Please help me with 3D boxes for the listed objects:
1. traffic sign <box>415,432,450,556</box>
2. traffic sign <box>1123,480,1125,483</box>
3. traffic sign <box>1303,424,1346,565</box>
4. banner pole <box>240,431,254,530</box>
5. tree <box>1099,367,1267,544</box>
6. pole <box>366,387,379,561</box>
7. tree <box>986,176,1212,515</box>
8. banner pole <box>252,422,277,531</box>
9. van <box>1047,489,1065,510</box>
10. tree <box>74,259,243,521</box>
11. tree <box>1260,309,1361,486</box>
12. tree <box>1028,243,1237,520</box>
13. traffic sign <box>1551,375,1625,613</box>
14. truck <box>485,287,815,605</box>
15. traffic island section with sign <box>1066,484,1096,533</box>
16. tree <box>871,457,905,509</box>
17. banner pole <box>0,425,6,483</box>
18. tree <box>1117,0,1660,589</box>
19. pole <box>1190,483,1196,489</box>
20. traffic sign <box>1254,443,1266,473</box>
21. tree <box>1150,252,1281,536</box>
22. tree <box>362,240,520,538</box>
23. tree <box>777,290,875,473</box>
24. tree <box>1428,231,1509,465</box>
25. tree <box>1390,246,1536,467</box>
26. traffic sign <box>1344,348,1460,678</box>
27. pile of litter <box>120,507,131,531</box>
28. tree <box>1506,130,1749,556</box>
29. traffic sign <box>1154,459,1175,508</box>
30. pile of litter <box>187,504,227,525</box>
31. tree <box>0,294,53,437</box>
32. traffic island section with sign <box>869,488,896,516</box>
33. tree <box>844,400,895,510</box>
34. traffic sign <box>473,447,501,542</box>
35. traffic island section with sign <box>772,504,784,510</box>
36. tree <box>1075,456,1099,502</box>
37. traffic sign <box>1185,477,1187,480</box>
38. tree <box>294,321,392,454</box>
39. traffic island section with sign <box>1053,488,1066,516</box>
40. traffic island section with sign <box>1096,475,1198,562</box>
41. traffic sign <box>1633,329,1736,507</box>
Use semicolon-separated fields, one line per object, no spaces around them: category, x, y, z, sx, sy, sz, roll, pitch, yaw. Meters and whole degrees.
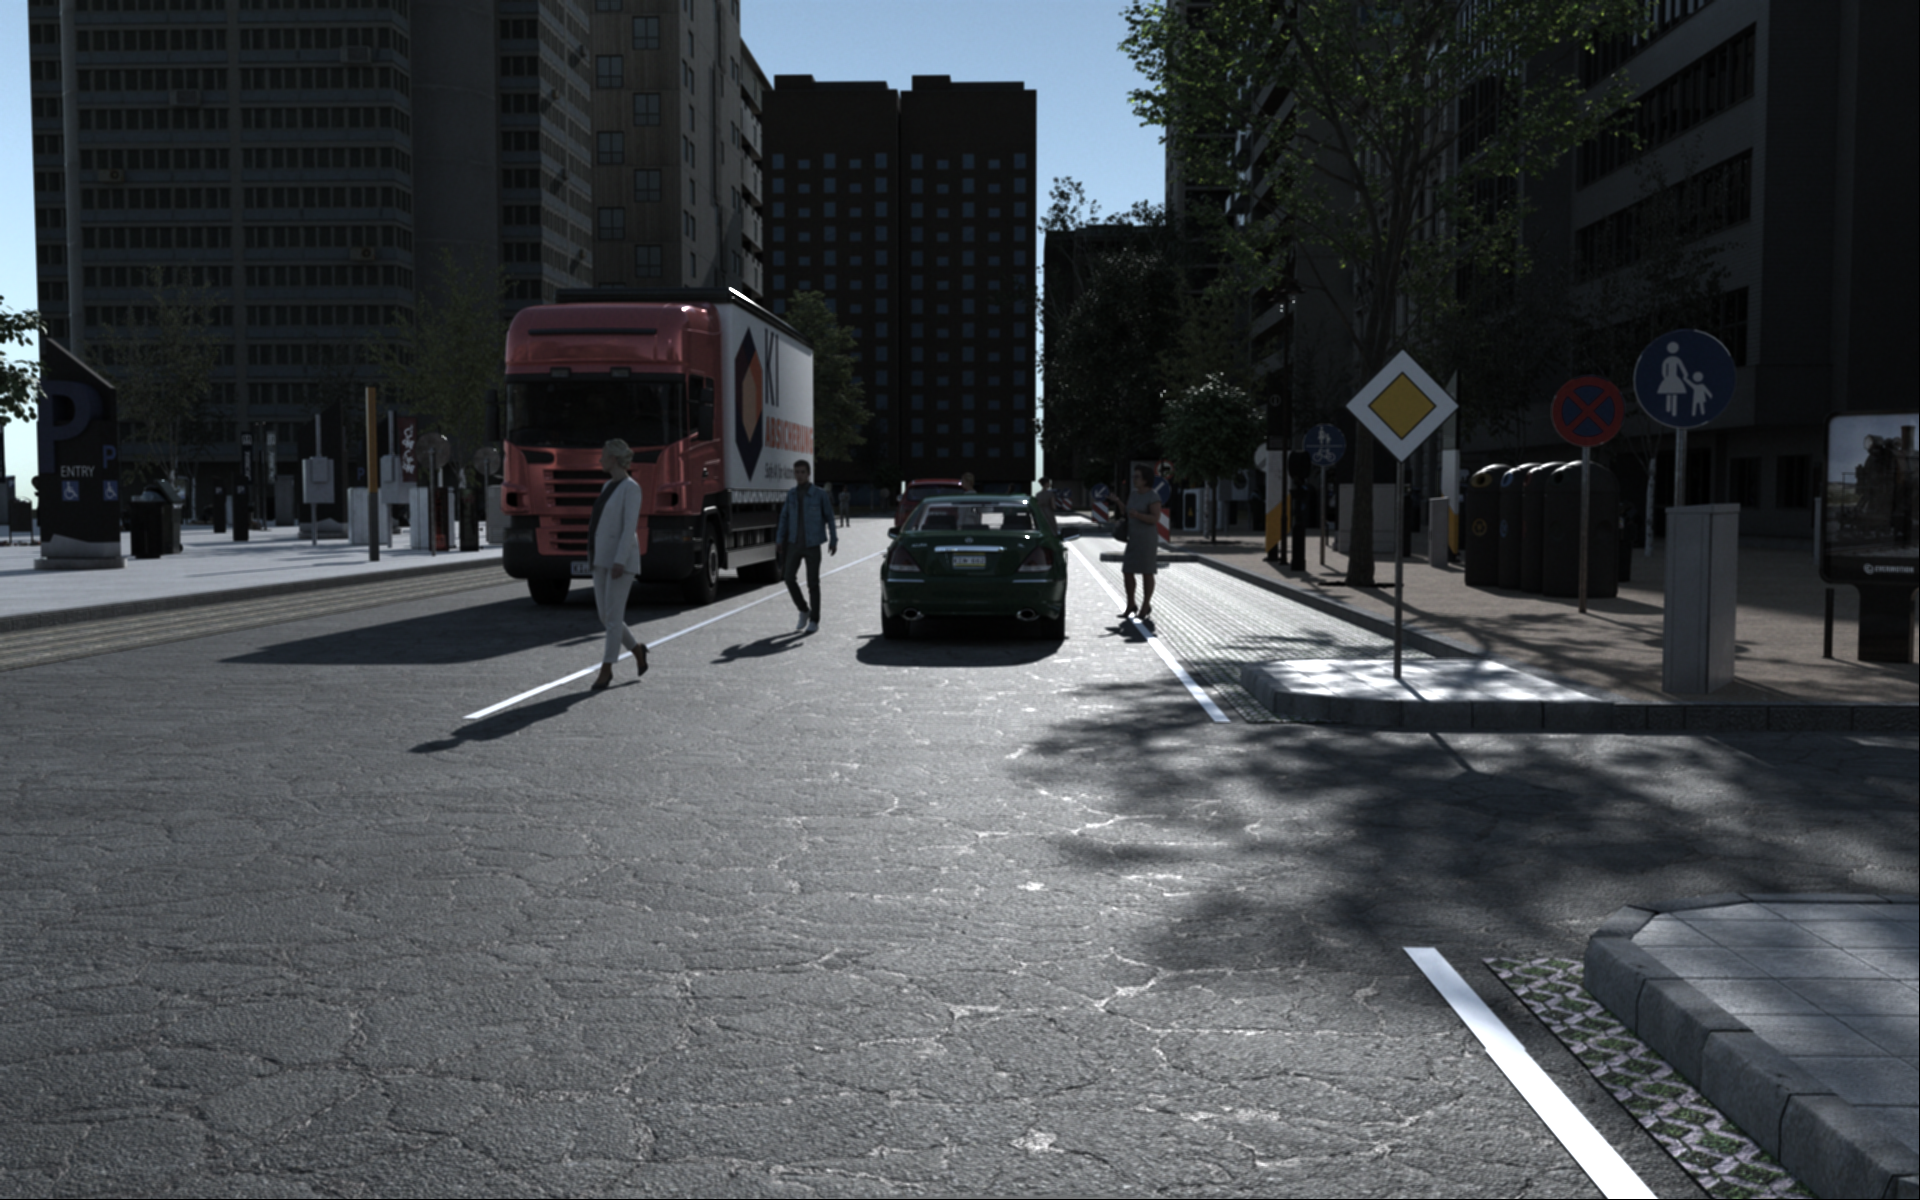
traffic sign;-10.894;-2.181;35.771;0.768;2.556;0.104;0;4;8
traffic sign;8.592;-5.309;86.804;0.884;2.594;0.081;1;4;8
traffic sign;6.603;-1.919;31.475;0.768;2.556;0.104;0;4;7
banner pole;-24.959;-4.343;61.026;0.401;3.779;0.863;2;4;29
tree;6.536;-3.753;45.082;4.285;4.588;4.351;0;3;0
pole;-11.230;-2.401;33.107;0.158;3.312;0.155;0;3;0
tree;8.375;-15.190;104.238;12.611;20.169;13.585;0;3;0
banner pole;-24.111;-4.306;60.420;0.863;3.779;0.401;2;4;28
van;7.953;-8.576;147.226;2.013;2.044;4.112;0;4;2
tree;-24.717;-6.319;53.685;4.360;8.622;3.978;0;3;0
tree;14.076;-7.266;69.158;4.360;8.622;3.978;0;3;0
tree;7.795;-9.929;79.340;9.611;12.733;9.660;0;3;0
traffic sign;6.734;-1.134;18.654;0.768;2.556;0.104;0;4;7
truck;-4.176;-2.259;25.849;2.839;4.237;11.283;0;4;3
traffic island section with sign;5.043;-3.391;64.079;1.989;1.847;2.006;0;4;2
tree;-6.523;-10.400;153.747;4.285;4.588;4.351;0;3;0
banner pole;-27.059;-3.576;48.492;0.401;3.779;0.863;1;4;18
tree;5.722;-5.989;23.680;9.928;11.665;9.643;0;3;0
pole;8.268;-4.134;61.433;0.158;3.312;0.155;0;3;0
traffic sign;7.590;-2.595;42.541;0.768;2.556;0.104;1;4;11
tree;7.644;-6.277;52.993;4.737;8.622;4.395;0;3;0
tree;-14.609;-6.088;49.909;4.737;8.622;4.395;0;3;0
tree;-8.601;-10.889;96.159;7.486;12.596;7.792;0;3;0
tree;14.845;-5.900;46.825;4.360;8.622;3.978;0;3;0
tree;14.918;-6.209;51.880;4.737;8.622;4.395;0;3;0
traffic sign;3.044;-0.511;12.004;0.795;2.450;0.064;0;4;2
pile of litter;-29.001;-2.807;59.863;1.176;0.858;1.719;2;4;30
tree;14.188;-5.222;35.741;4.360;8.622;3.978;0;3;0
traffic sign;7.414;-3.835;62.815;0.768;2.556;0.104;1;4;10
pile of litter;-31.448;-3.573;72.387;1.719;0.858;1.176;1;4;19
tree;-11.972;-2.156;18.967;4.285;4.588;4.351;0;3;0
traffic island section with sign;-4.934;-6.470;114.405;1.989;1.847;2.006;0;4;2
tree;-7.035;-11.308;135.244;4.360;8.622;3.978;0;3;0
traffic sign;-12.733;-2.844;46.611;0.768;2.556;0.104;1;4;9
traffic island section with sign;-6.834;-3.390;64.054;1.989;1.847;2.006;0;4;2
tree;10.691;-9.328;136.221;4.285;4.588;4.351;0;3;0
traffic sign;9.229;-4.431;72.554;0.768;2.556;0.104;0;4;8
tree;-26.613;-7.586;74.390;4.360;8.622;3.978;0;3;0
traffic island section with sign;6.924;-6.451;114.099;1.989;1.847;2.006;0;4;2
traffic island section with sign;4.018;-1.744;37.143;1.989;1.847;2.006;0;4;2
traffic sign;5.600;-0.818;13.474;0.768;2.556;0.104;0;4;6
